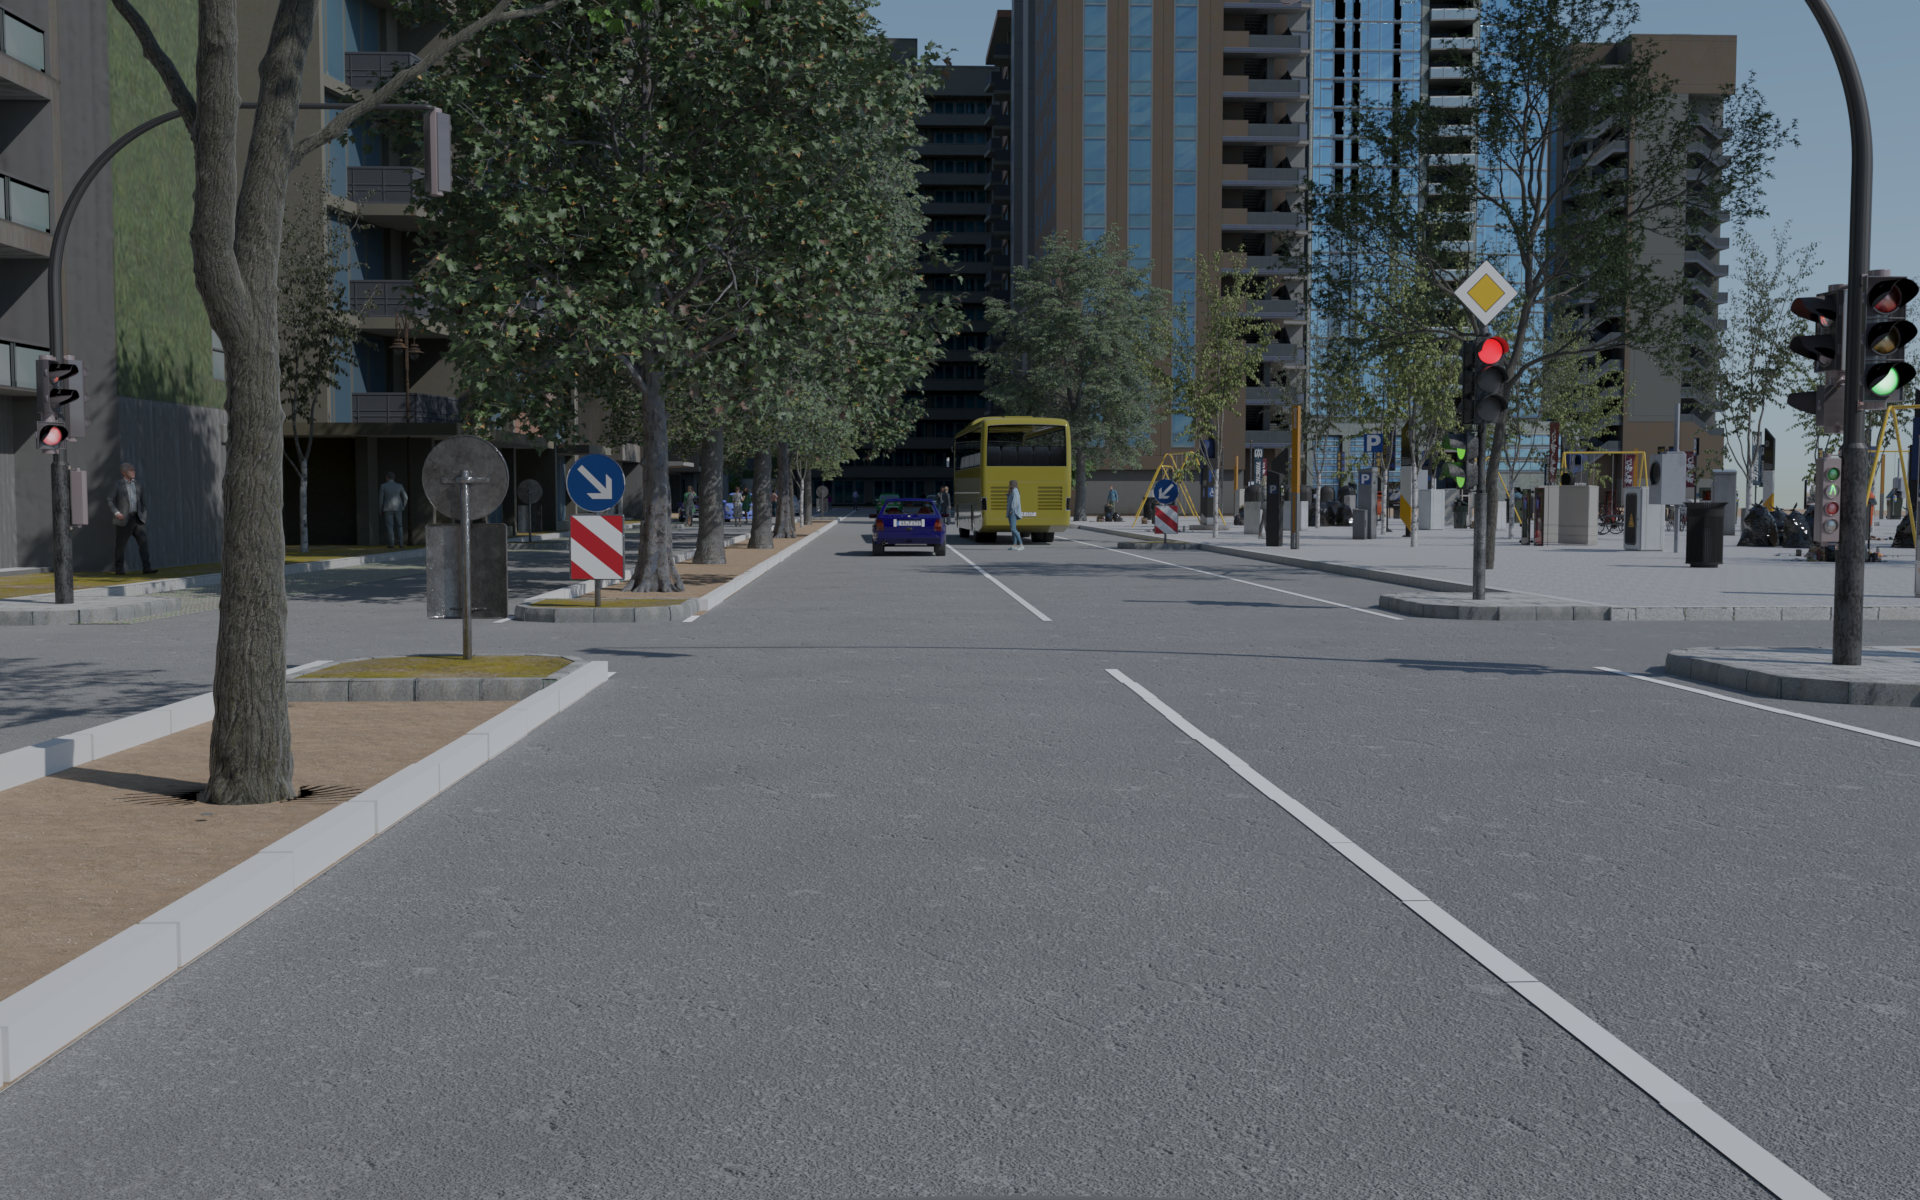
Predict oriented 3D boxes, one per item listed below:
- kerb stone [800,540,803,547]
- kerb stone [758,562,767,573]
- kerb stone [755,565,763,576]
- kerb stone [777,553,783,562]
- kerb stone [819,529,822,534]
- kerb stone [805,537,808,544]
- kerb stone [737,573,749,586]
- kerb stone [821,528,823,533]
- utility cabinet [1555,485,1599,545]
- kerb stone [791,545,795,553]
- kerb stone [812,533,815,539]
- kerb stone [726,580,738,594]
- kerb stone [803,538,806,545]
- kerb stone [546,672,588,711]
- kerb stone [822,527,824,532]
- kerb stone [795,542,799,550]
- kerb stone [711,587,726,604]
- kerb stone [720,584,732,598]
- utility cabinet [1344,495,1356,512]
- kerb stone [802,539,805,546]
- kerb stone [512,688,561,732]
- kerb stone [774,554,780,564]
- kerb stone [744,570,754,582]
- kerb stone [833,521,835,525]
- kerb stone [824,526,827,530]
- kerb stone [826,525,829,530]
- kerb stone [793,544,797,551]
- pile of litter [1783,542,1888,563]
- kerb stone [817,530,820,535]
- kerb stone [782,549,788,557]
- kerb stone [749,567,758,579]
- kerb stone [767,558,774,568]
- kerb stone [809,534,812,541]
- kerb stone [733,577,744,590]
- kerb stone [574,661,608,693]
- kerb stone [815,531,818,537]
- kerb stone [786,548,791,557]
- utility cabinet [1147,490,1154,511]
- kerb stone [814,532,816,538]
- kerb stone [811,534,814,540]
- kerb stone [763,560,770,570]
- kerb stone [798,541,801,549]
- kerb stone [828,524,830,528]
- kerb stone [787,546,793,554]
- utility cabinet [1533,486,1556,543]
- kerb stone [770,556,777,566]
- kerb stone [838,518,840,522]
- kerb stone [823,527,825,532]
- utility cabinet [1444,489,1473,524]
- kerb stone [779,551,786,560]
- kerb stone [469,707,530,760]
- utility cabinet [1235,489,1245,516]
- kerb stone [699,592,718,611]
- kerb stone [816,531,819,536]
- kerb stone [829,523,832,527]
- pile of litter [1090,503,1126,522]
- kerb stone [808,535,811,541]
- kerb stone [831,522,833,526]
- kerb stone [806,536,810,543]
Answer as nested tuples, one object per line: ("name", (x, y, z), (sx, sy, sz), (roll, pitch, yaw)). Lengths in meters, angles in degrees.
("kerb stone", (-4.243, -1.403, 45.225), (0.120, 0.150, 1.000), (0, 4, -3))
("kerb stone", (-3.585, -0.530, 30.867), (0.120, 0.150, 1.000), (0, 4, -3))
("kerb stone", (-3.538, -0.468, 29.845), (0.120, 0.150, 1.000), (0, 4, -3))
("kerb stone", (-3.828, -0.839, 35.991), (0.120, 0.150, 1.000), (0, 4, -3))
("kerb stone", (-4.910, -2.285, 59.550), (0.120, 0.150, 1.000), (0, 4, -3))
("kerb stone", (-4.390, -1.594, 48.288), (0.120, 0.150, 1.000), (0, 4, -3))
("kerb stone", (-3.398, -0.279, 26.764), (0.120, 0.150, 1.000), (0, 4, -3))
("kerb stone", (-4.948, -2.346, 60.572), (0.120, 0.150, 1.000), (0, 4, -3))
("utility cabinet", (15.562, -2.134, 43.574), (0.318, 1.500, 1.173), (-1, 4, -18))
("kerb stone", (-4.063, -1.157, 41.120), (0.120, 0.150, 1.000), (0, 4, -3))
("kerb stone", (-4.623, -1.908, 53.398), (0.120, 0.150, 1.000), (0, 4, -3))
("kerb stone", (-3.305, -0.148, 24.721), (0.120, 0.150, 1.000), (0, 4, -3))
("kerb stone", (-4.342, -1.531, 47.267), (0.120, 0.150, 1.000), (0, 4, -3))
("kerb stone", (-2.706, 0.637, 11.844), (0.120, 0.150, 1.000), (0, 4, -3))
("kerb stone", (-5.001, -2.406, 61.603), (0.120, 0.150, 1.000), (0, 4, -3))
("kerb stone", (-4.151, -1.283, 43.170), (0.120, 0.150, 1.000), (0, 4, -3))
("kerb stone", (-3.207, -0.029, 22.678), (0.120, 0.150, 1.000), (0, 4, -3))
("kerb stone", (-3.258, -0.090, 23.700), (0.120, 0.150, 1.000), (0, 4, -3))
("utility cabinet", (18.079, -4.235, 80.401), (0.306, 1.237, 1.020), (0, 4, -2))
("kerb stone", (-4.299, -1.470, 46.245), (0.120, 0.150, 1.000), (0, 4, -3))
("kerb stone", (-2.662, 0.696, 10.823), (0.120, 0.150, 1.000), (0, 4, -3))
("kerb stone", (-3.771, -0.781, 34.961), (0.120, 0.150, 1.000), (0, 4, -3))
("kerb stone", (-3.444, -0.336, 27.787), (0.120, 0.150, 1.000), (0, 4, -3))
("kerb stone", (-5.665, -3.287, 75.930), (0.120, 0.150, 1.000), (0, 4, -3))
("kerb stone", (-5.139, -2.598, 64.668), (0.120, 0.150, 1.000), (0, 4, -3))
("kerb stone", (-5.232, -2.722, 66.714), (0.120, 0.150, 1.000), (0, 4, -3))
("kerb stone", (-4.112, -1.220, 42.141), (0.120, 0.150, 1.000), (0, 4, -3))
("pile of litter", (16.643, -1.160, 32.927), (1.176, 0.858, 1.719), (-3, 4, -39))
("kerb stone", (-4.811, -2.159, 57.496), (0.120, 0.150, 1.000), (0, 4, -3))
("kerb stone", (-3.919, -0.969, 38.042), (0.120, 0.150, 1.000), (0, 4, -3))
("kerb stone", (-3.494, -0.405, 28.813), (0.120, 0.150, 1.000), (0, 4, -3))
("kerb stone", (-3.678, -0.656, 32.918), (0.120, 0.150, 1.000), (0, 4, -3))
("kerb stone", (-4.534, -1.783, 51.356), (0.120, 0.150, 1.000), (0, 4, -3))
("kerb stone", (-3.348, -0.208, 25.744), (0.120, 0.150, 1.000), (0, 4, -3))
("kerb stone", (-2.755, 0.577, 12.867), (0.120, 0.150, 1.000), (0, 4, -3))
("kerb stone", (-4.718, -2.029, 55.447), (0.120, 0.150, 1.000), (0, 4, -3))
("kerb stone", (-3.965, -1.030, 39.063), (0.120, 0.150, 1.000), (0, 4, -3))
("utility cabinet", (10.174, -5.120, 92.385), (0.318, 1.500, 1.173), (1, 4, 12))
("kerb stone", (-4.674, -1.971, 54.421), (0.120, 0.150, 1.000), (0, 4, -3))
("kerb stone", (-4.581, -1.845, 52.377), (0.120, 0.150, 1.000), (0, 4, -3))
("kerb stone", (-3.643, -0.593, 31.897), (0.120, 0.150, 1.000), (0, 4, -3))
("kerb stone", (-4.204, -1.345, 44.191), (0.120, 0.150, 1.000), (0, 4, -3))
("kerb stone", (-5.339, -2.848, 68.760), (0.120, 0.150, 1.000), (0, 4, -3))
("kerb stone", (-4.009, -1.095, 40.095), (0.120, 0.150, 1.000), (0, 4, -3))
("utility cabinet", (15.624, -2.236, 45.238), (1.173, 1.500, 0.318), (0, 4, 0))
("kerb stone", (-3.728, -0.718, 33.939), (0.120, 0.150, 1.000), (0, 4, -3))
("kerb stone", (-6.038, -3.786, 84.119), (0.120, 0.150, 1.000), (0, 4, -3))
("kerb stone", (-5.052, -2.473, 62.623), (0.120, 0.150, 1.000), (0, 4, -3))
("utility cabinet", (20.696, -3.875, 72.037), (1.173, 1.500, 0.318), (0, 4, -1))
("kerb stone", (-3.860, -0.899, 37.015), (0.120, 0.150, 1.000), (0, 4, -3))
("kerb stone", (-2.612, 0.758, 9.802), (0.120, 0.150, 1.000), (0, 4, -3))
("utility cabinet", (12.706, -4.164, 76.767), (1.173, 1.500, 0.318), (-2, 4, -35))
("kerb stone", (-3.162, 0.035, 21.655), (0.120, 0.150, 1.000), (0, 4, -3))
("kerb stone", (-4.766, -2.096, 56.473), (0.120, 0.150, 1.000), (0, 4, -3))
("kerb stone", (-5.431, -2.971, 70.810), (0.120, 0.150, 1.000), (0, 4, -3))
("pile of litter", (6.785, -4.040, 80.023), (1.719, 0.858, 1.176), (0, 4, 7))
("kerb stone", (-4.483, -1.721, 50.330), (0.120, 0.150, 1.000), (0, 4, -3))
("kerb stone", (-5.524, -3.098, 72.852), (0.120, 0.150, 1.000), (0, 4, -3))
("kerb stone", (-4.433, -1.654, 49.309), (0.120, 0.150, 1.000), (0, 4, -3))
